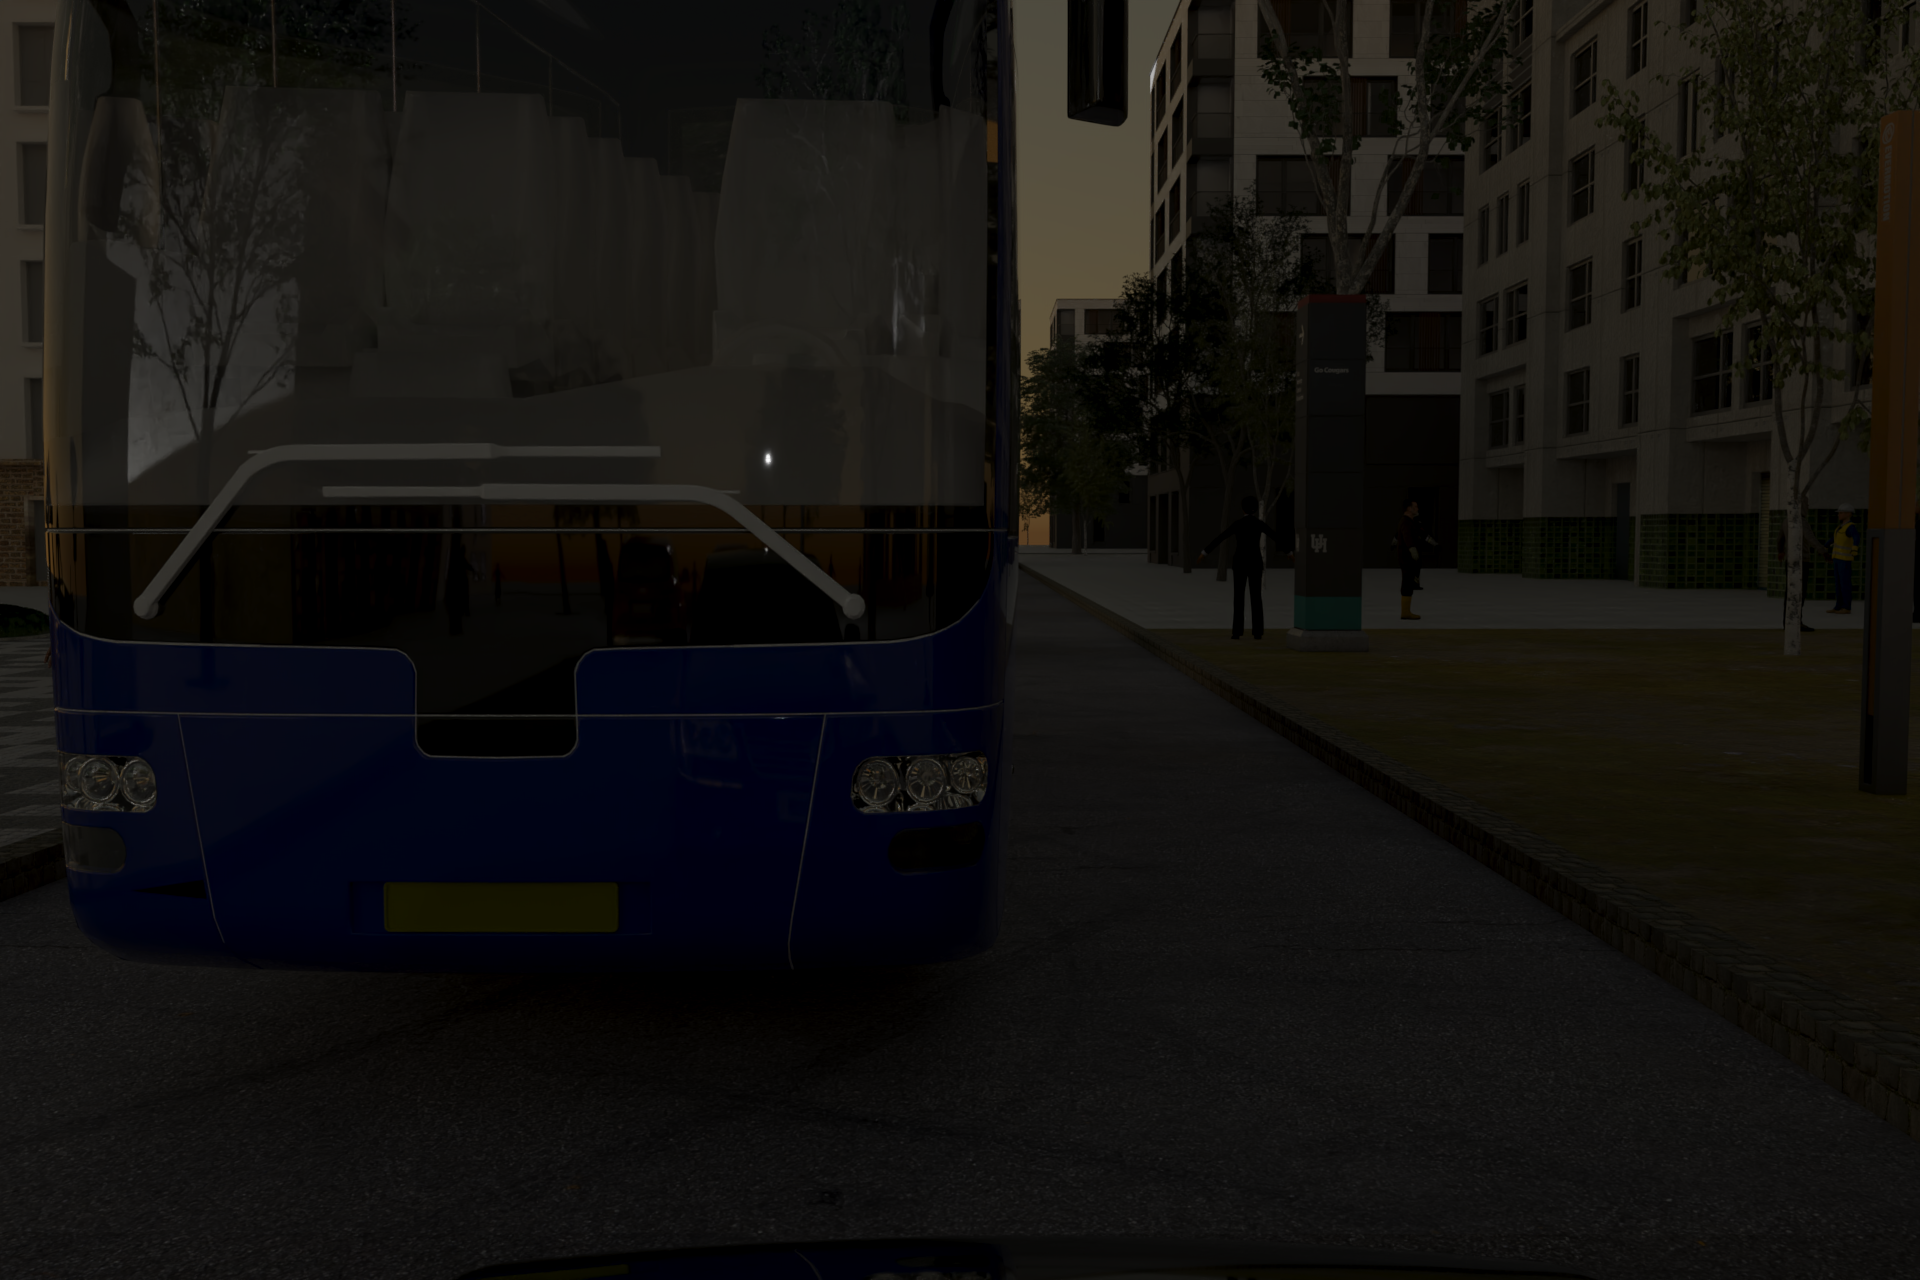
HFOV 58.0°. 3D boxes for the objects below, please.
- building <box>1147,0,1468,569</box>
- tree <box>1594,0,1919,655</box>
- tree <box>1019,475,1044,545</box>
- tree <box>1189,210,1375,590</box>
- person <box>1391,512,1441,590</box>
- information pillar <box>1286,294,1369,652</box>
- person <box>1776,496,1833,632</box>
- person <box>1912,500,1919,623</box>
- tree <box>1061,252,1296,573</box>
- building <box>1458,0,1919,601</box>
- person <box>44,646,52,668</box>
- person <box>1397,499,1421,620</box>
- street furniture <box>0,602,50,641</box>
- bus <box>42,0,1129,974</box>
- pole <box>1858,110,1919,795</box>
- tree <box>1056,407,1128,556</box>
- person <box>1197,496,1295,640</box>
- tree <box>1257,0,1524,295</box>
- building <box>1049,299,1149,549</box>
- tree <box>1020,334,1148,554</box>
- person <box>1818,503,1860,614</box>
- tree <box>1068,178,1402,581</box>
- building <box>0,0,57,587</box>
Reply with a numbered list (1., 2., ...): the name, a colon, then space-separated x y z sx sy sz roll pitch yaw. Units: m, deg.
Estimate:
1. building: 22.353 -14.414 79.643 27.936 21.610 32.646 0 3 0
2. tree: 8.739 -4.131 17.909 4.737 8.622 4.395 0 3 0
3. tree: 7.559 -15.197 198.828 4.737 8.622 4.395 0 3 0
4. tree: 6.979 -5.485 40.035 4.360 8.622 3.978 0 3 0
5. person: 10.428 -2.081 39.810 0.705 1.856 1.354 -3 5 -39
6. information pillar: 4.068 -1.817 19.086 0.750 3.857 0.750 0 4 0
7. person: 11.102 -1.026 22.908 0.705 1.813 1.348 0 4 0
8. person: 13.886 -1.151 25.045 1.346 1.802 0.704 -3 4 -36
9. tree: 7.496 -7.480 56.712 8.767 10.594 7.601 0 4 5
10. building: 24.767 -10.687 41.185 16.747 18.905 31.486 0 4 1
11. person: -3.549 0.064 7.604 0.705 1.806 1.347 0 4 1
12. person: 6.778 -1.217 26.038 0.704 1.812 1.346 1 4 15
13. street furniture: -8.647 -0.375 21.755 10.072 0.657 5.734 1 4 13
14. bus: -1.053 -1.118 9.825 2.896 3.916 12.251 0 4 0
15. pole: 4.576 -0.896 8.491 0.158 3.312 0.155 0 3 0
16. tree: 7.344 -9.142 99.832 4.737 8.622 4.395 0 3 0
17. person: 3.500 -0.882 21.137 1.216 1.740 0.721 0 4 -3
18. tree: 7.996 -10.614 29.435 12.611 20.169 13.585 0 3 0
19. building: 22.438 -19.740 166.728 27.936 21.610 32.646 0 4 0
20. tree: 7.332 -12.372 108.938 9.857 13.997 8.962 0 3 0
21. person: 14.142 -1.310 27.884 0.721 1.772 1.216 0 4 2
22. tree: 7.121 -6.844 46.311 8.767 10.594 7.601 0 4 -8
23. building: -24.956 -11.456 43.733 16.016 20.090 11.380 0 4 1
